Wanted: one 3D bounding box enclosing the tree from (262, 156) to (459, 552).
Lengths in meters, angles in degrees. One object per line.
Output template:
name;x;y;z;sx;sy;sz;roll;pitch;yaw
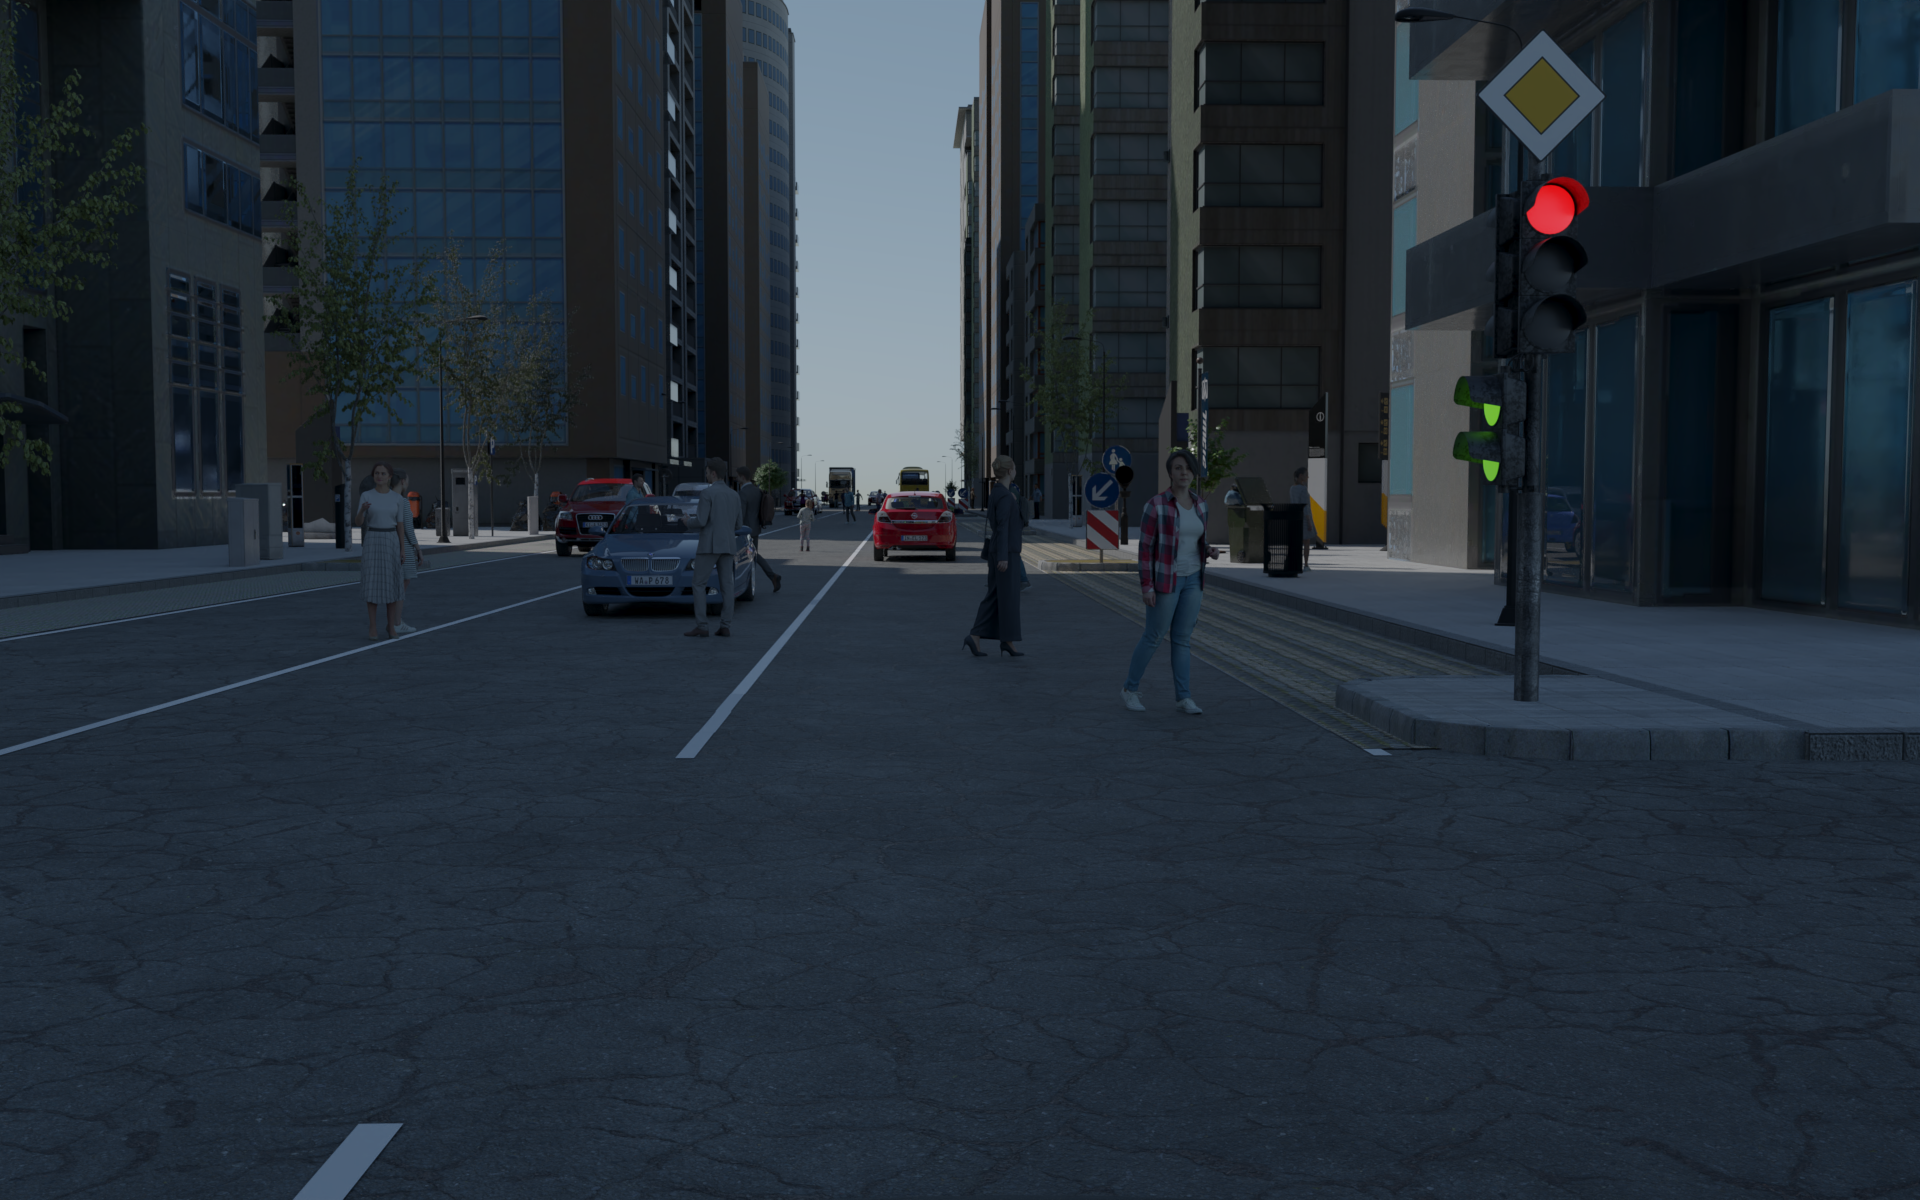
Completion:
tree;-13.610;-5.404;38.716;4.737;8.622;4.395;0;3;0

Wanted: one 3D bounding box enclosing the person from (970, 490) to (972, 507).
person;1.249;-10.118;172.276;0.445;1.727;0.742;-3;4;-38

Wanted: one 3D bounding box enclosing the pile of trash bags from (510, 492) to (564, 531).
pile of trash bags;-14.619;-3.142;61.122;1.912;1.369;3.447;0;4;2

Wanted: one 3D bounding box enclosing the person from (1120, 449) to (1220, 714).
person;1.389;-0.124;11.370;0.563;1.720;0.643;-2;4;-30

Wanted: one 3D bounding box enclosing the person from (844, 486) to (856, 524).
person;-5.291;-4.590;83.569;0.660;1.820;0.620;2;4;35

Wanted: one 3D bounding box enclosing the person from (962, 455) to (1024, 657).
person;0.344;-0.386;15.230;0.534;1.772;0.576;-2;4;-35

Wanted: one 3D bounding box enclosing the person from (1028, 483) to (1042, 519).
person;3.880;-5.033;88.324;0.705;1.826;1.348;-2;4;-26

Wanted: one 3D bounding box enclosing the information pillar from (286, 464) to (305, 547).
information pillar;-16.065;-2.286;41.863;0.304;2.012;0.304;-3;4;-39

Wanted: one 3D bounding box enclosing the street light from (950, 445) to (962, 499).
street light;0.054;-11.607;162.322;1.470;5.913;1.316;0;4;-2

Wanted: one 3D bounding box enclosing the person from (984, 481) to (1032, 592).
person;0.699;-1.029;25.315;0.713;1.824;0.794;0;4;4

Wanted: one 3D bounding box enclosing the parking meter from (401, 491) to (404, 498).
parking meter;-16.552;-2.602;50.959;0.372;1.533;0.369;0;3;0

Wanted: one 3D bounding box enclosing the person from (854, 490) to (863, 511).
person;-8.658;-8.437;146.529;0.705;1.814;1.350;3;5;41

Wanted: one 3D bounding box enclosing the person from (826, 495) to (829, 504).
person;-17.281;-13.021;224.645;1.065;1.426;0.557;0;4;-4

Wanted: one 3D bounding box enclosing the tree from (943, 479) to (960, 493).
tree;-1.097;-13.580;216.640;1.663;3.219;1.824;0;3;0

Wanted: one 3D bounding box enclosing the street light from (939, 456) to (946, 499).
street light;-1.503;-14.584;210.986;1.470;5.913;1.316;0;4;-2

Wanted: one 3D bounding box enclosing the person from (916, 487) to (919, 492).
person;-2.636;-6.074;107.678;0.709;1.838;0.599;0;4;-2

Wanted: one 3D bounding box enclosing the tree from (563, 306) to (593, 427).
tree;-15.459;-6.893;63.070;4.360;8.622;3.978;0;3;0

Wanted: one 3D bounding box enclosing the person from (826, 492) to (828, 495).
person;-17.422;-13.372;227.956;1.217;1.723;0.721;3;4;37

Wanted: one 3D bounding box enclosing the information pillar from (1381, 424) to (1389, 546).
information pillar;10.573;-3.123;42.414;0.504;3.616;0.183;-1;4;-19

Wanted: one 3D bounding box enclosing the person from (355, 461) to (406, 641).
person;-5.663;-0.483;16.972;0.480;1.755;0.524;-2;4;-31

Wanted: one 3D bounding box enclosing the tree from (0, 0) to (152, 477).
tree;-12.838;-4.372;21.848;4.737;8.622;4.395;0;3;0

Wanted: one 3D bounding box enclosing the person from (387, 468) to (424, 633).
person;-5.803;-0.514;17.916;0.512;1.701;0.522;3;4;37

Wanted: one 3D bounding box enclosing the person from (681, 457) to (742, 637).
person;-2.525;-0.539;17.510;0.583;1.804;0.606;2;4;33

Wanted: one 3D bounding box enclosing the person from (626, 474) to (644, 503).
person;-6.277;-1.507;33.153;0.620;1.820;0.660;0;4;2

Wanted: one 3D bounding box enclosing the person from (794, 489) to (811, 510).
person;-9.787;-6.047;108.049;1.217;1.739;0.721;1;4;18

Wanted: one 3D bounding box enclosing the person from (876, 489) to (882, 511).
person;-4.417;-5.242;95.137;0.436;1.711;0.756;1;4;11

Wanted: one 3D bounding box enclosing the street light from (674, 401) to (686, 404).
street light;-14.384;-6.979;86.655;1.470;5.913;1.316;0;4;-2

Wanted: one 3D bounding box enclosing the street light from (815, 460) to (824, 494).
street light;-19.368;-16.270;238.557;1.470;5.913;1.316;0;4;-2

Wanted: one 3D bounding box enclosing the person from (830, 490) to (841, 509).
person;-12.214;-9.934;170.940;1.348;1.822;0.705;-1;4;-16

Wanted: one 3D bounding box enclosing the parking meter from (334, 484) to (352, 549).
parking meter;-14.545;-1.984;40.847;0.372;1.533;0.369;0;3;0

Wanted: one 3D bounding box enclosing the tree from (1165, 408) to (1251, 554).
tree;5.205;-2.636;37.707;1.663;3.219;1.824;0;3;0

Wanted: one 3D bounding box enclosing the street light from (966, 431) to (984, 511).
street light;1.117;-9.485;127.626;1.470;5.913;1.316;0;4;-2

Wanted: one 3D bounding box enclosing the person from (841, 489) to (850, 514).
person;-8.203;-7.032;123.919;0.683;1.767;0.568;0;4;-4

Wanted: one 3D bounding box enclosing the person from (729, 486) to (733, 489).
person;-10.909;-4.480;81.842;0.679;1.850;0.850;-1;4;-8

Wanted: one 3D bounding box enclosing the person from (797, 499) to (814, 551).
person;-3.876;-1.869;43.339;0.425;1.301;0.394;-2;4;-32

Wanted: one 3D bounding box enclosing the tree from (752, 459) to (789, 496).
tree;-17.437;-10.713;158.866;4.285;4.588;4.351;0;3;0

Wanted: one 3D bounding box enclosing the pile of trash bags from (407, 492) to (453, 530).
pile of trash bags;-19.866;-3.316;63.965;1.912;1.369;3.447;0;4;-7

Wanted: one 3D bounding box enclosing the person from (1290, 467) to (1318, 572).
person;5.596;-1.326;28.476;0.466;1.731;0.760;2;4;33

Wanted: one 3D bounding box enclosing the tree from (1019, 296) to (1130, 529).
tree;4.141;-6.946;63.935;4.737;8.622;4.395;0;3;0

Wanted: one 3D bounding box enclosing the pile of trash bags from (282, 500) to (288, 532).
pile of trash bags;-22.878;-3.008;58.939;3.447;1.369;1.912;0;4;-5

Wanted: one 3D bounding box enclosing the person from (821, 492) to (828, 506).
person;-16.632;-12.516;213.817;1.217;1.739;0.721;0;4;-2

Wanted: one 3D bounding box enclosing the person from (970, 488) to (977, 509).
person;1.130;-8.677;148.056;0.705;1.807;1.348;-1;4;-19

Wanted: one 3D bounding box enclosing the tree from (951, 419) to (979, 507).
tree;1.093;-13.411;169.628;4.360;8.622;3.978;0;3;0

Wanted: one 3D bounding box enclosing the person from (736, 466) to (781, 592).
person;-3.034;-1.016;25.078;0.822;1.834;0.622;1;4;13

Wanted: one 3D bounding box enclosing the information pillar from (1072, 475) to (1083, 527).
information pillar;4.529;-3.820;66.957;0.304;2.012;0.304;-2;4;-29

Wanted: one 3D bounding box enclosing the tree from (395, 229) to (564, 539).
tree;-13.713;-6.048;49.254;4.360;8.622;3.978;0;3;0

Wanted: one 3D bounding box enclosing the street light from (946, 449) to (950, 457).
street light;-0.374;-12.463;176.303;1.470;5.913;1.316;0;4;-2

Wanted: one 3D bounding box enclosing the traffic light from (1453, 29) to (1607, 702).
traffic light;3.500;-1.329;10.651;0.839;4.253;0.868;0;4;-2

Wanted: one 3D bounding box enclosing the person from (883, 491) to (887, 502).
person;-9.184;-12.443;211.805;0.709;1.838;0.599;0;4;-2

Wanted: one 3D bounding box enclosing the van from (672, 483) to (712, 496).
van;-9.596;-3.388;62.398;2.013;2.044;4.112;0;4;-2

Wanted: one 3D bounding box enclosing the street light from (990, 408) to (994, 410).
street light;2.329;-7.382;93.238;1.470;5.913;1.316;0;4;-2

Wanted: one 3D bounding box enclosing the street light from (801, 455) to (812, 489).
street light;-18.138;-14.166;204.153;1.470;5.913;1.316;0;4;-2

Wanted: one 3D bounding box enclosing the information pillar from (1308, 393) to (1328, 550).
information pillar;8.309;-2.987;40.188;0.183;3.616;0.504;-3;5;-43

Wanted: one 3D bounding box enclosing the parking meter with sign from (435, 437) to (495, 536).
parking meter with sign;-15.060;-3.449;52.654;1.738;3.016;0.543;0;4;0
